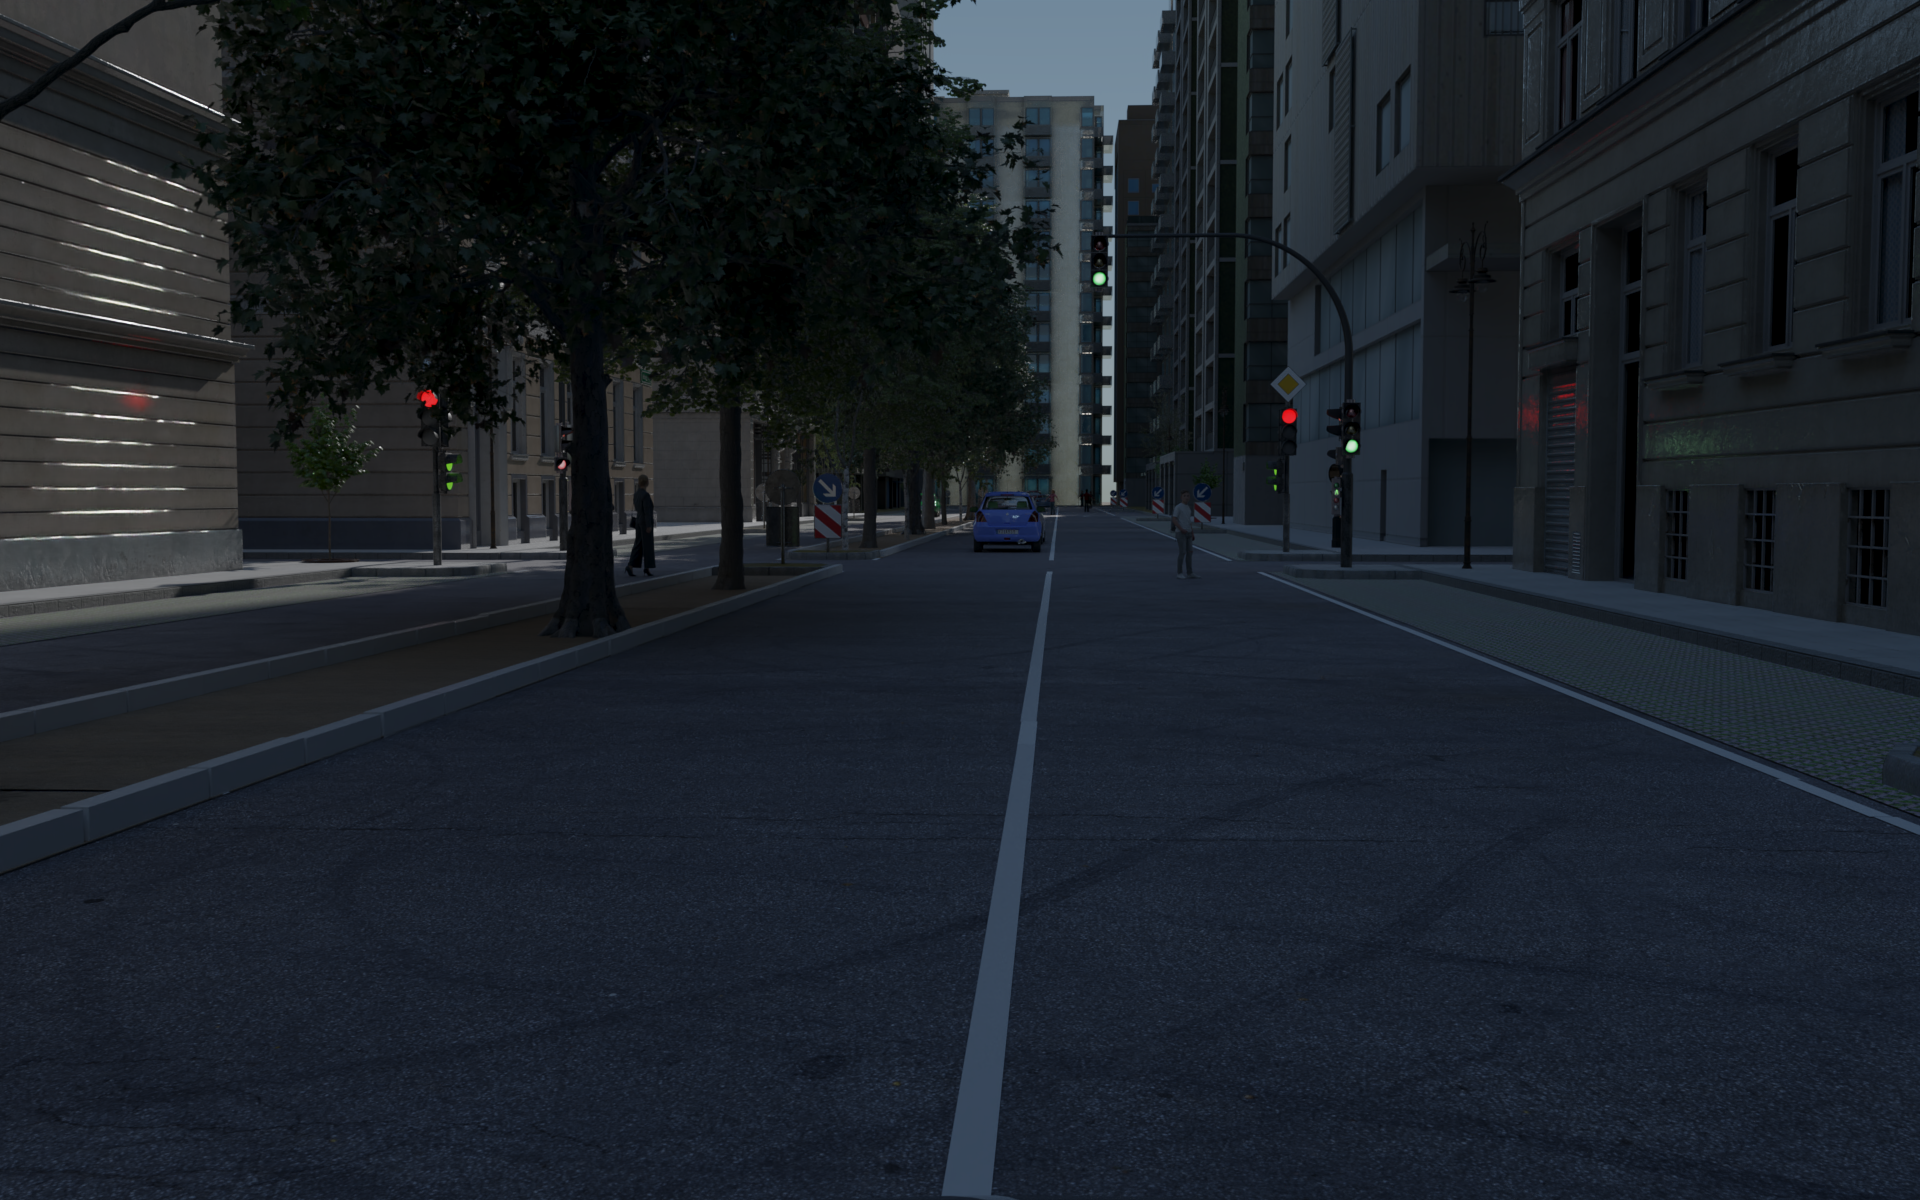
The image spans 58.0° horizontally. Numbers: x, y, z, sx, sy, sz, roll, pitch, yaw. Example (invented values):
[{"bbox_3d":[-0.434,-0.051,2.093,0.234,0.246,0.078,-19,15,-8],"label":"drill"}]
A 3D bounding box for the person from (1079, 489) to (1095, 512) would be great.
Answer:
[{"bbox_3d":[10.109,-7.919,137.935,1.348,1.831,0.705,2,4,26],"label":"person"}]

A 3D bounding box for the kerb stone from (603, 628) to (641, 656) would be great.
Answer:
[{"bbox_3d":[-3.119,0.394,15.805,0.120,0.150,1.000,0,4,3],"label":"kerb stone"}]

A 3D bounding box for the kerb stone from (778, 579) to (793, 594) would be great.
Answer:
[{"bbox_3d":[-2.590,-0.173,25.030,0.120,0.150,1.000,0,4,3],"label":"kerb stone"}]

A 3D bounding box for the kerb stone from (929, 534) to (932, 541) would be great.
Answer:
[{"bbox_3d":[-1.030,-1.832,52.146,0.120,0.150,1.000,0,4,3],"label":"kerb stone"}]

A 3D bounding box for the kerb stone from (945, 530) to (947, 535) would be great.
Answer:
[{"bbox_3d":[-0.619,-2.270,59.320,0.120,0.150,1.000,0,4,3],"label":"kerb stone"}]

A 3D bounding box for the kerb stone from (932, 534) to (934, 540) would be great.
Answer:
[{"bbox_3d":[-0.978,-1.893,53.173,0.120,0.150,1.000,0,4,3],"label":"kerb stone"}]

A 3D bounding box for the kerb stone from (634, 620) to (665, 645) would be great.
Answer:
[{"bbox_3d":[-3.066,0.328,16.831,0.120,0.150,1.000,0,4,3],"label":"kerb stone"}]

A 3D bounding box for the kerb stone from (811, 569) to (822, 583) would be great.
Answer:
[{"bbox_3d":[-2.416,-0.361,28.099,0.120,0.150,1.000,0,4,3],"label":"kerb stone"}]

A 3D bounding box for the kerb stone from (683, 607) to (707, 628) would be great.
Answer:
[{"bbox_3d":[-2.950,0.207,18.883,0.120,0.150,1.000,0,4,3],"label":"kerb stone"}]

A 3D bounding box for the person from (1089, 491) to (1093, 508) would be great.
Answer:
[{"bbox_3d":[12.952,-10.016,172.970,0.721,1.735,1.217,3,5,41],"label":"person"}]

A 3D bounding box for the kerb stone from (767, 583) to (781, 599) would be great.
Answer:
[{"bbox_3d":[-2.656,-0.105,23.999,0.120,0.150,1.000,0,4,3],"label":"kerb stone"}]

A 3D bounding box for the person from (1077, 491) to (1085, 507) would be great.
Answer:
[{"bbox_3d":[13.584,-11.296,193.215,0.705,1.821,1.348,-2,4,-32],"label":"person"}]

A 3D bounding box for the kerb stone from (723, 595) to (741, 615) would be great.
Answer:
[{"bbox_3d":[-2.828,0.079,20.931,0.120,0.150,1.000,0,4,3],"label":"kerb stone"}]

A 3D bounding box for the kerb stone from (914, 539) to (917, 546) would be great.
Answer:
[{"bbox_3d":[-1.341,-1.518,47.013,0.120,0.150,1.000,0,4,3],"label":"kerb stone"}]

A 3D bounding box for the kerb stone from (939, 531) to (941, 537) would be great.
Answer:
[{"bbox_3d":[-0.793,-2.081,56.249,0.120,0.150,1.000,0,4,3],"label":"kerb stone"}]

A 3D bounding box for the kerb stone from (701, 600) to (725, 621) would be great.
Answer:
[{"bbox_3d":[-2.891,0.140,19.903,0.120,0.150,1.000,0,4,3],"label":"kerb stone"}]

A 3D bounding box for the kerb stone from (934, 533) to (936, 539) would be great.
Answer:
[{"bbox_3d":[-0.920,-1.957,54.199,0.120,0.150,1.000,0,4,3],"label":"kerb stone"}]

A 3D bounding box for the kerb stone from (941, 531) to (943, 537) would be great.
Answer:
[{"bbox_3d":[-0.735,-2.145,57.271,0.120,0.150,1.000,0,4,3],"label":"kerb stone"}]

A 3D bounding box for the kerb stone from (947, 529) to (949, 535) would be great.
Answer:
[{"bbox_3d":[-0.554,-2.327,60.341,0.120,0.150,1.000,0,4,3],"label":"kerb stone"}]

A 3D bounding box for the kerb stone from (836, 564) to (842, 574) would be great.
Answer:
[{"bbox_3d":[-2.238,-0.547,31.169,0.120,0.150,1.000,0,4,3],"label":"kerb stone"}]

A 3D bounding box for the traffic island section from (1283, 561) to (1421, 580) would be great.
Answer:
[{"bbox_3d":[6.771,-0.491,30.317,2.009,0.180,2.903,0,4,3],"label":"traffic island section"}]

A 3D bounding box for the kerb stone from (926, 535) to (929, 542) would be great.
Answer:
[{"bbox_3d":[-1.094,-1.769,51.126,0.120,0.150,1.000,0,4,3],"label":"kerb stone"}]

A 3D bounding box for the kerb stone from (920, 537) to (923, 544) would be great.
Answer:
[{"bbox_3d":[-1.211,-1.644,49.071,0.120,0.150,1.000,0,4,3],"label":"kerb stone"}]

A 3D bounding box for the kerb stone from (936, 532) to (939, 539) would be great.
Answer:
[{"bbox_3d":[-0.854,-2.020,55.219,0.120,0.150,1.000,0,4,3],"label":"kerb stone"}]

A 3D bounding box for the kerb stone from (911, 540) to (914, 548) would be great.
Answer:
[{"bbox_3d":[-1.386,-1.455,45.992,0.120,0.150,1.000,0,4,3],"label":"kerb stone"}]

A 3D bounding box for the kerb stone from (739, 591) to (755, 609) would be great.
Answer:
[{"bbox_3d":[-2.773,0.017,21.951,0.120,0.150,1.000,0,4,3],"label":"kerb stone"}]

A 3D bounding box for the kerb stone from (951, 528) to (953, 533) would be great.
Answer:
[{"bbox_3d":[-0.450,-2.457,62.394,0.120,0.150,1.000,0,4,3],"label":"kerb stone"}]

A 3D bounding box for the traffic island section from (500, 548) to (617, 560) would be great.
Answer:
[{"bbox_3d":[-8.984,-1.036,39.224,2.009,0.180,2.903,0,4,3],"label":"traffic island section"}]

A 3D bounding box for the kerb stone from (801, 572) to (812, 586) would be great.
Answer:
[{"bbox_3d":[-2.480,-0.298,27.071,0.120,0.150,1.000,0,4,3],"label":"kerb stone"}]

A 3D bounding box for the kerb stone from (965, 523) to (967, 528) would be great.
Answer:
[{"bbox_3d":[0.088,-3.021,71.587,0.120,0.150,1.000,0,4,3],"label":"kerb stone"}]

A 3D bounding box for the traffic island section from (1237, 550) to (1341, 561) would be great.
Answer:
[{"bbox_3d":[7.230,-0.979,38.289,2.009,0.180,2.903,0,4,3],"label":"traffic island section"}]

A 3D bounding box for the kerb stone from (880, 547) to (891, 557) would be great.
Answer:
[{"bbox_3d":[-1.748,-1.080,39.852,0.120,0.150,1.000,0,4,3],"label":"kerb stone"}]

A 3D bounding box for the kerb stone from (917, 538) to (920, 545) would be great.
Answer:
[{"bbox_3d":[-1.272,-1.581,48.040,0.120,0.150,1.000,0,4,3],"label":"kerb stone"}]

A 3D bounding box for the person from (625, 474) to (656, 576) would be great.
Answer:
[{"bbox_3d":[-5.531,-1.299,30.156,0.576,1.772,0.534,2,4,28],"label":"person"}]

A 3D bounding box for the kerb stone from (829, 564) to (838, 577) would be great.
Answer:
[{"bbox_3d":[-2.297,-0.486,30.144,0.120,0.150,1.000,0,4,3],"label":"kerb stone"}]

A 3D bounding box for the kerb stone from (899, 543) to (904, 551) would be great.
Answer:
[{"bbox_3d":[-1.566,-1.268,42.928,0.120,0.150,1.000,0,4,3],"label":"kerb stone"}]

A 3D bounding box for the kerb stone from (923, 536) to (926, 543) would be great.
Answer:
[{"bbox_3d":[-1.150,-1.707,50.103,0.120,0.150,1.000,0,4,3],"label":"kerb stone"}]

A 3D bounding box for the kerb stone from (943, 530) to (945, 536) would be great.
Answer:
[{"bbox_3d":[-0.682,-2.208,58.292,0.120,0.150,1.000,0,4,3],"label":"kerb stone"}]

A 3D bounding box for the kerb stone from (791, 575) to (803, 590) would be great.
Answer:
[{"bbox_3d":[-2.533,-0.234,26.050,0.120,0.150,1.000,0,4,3],"label":"kerb stone"}]

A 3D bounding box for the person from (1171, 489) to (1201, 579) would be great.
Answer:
[{"bbox_3d":[3.810,-1.112,29.278,0.523,1.515,0.503,1,4,13],"label":"person"}]

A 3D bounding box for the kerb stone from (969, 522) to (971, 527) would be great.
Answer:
[{"bbox_3d":[0.266,-3.209,74.666,0.120,0.150,1.000,0,4,3],"label":"kerb stone"}]

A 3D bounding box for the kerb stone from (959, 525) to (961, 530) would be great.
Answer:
[{"bbox_3d":[-0.149,-2.771,67.498,0.120,0.150,1.000,0,4,3],"label":"kerb stone"}]

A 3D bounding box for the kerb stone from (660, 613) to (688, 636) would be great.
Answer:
[{"bbox_3d":[-3.003,0.265,17.857,0.120,0.150,1.000,0,4,3],"label":"kerb stone"}]

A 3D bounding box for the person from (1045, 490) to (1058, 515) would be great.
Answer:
[{"bbox_3d":[6.202,-6.588,116.935,1.217,1.743,0.721,3,5,45],"label":"person"}]

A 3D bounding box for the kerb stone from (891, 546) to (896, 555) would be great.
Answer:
[{"bbox_3d":[-1.682,-1.143,40.886,0.120,0.150,1.000,0,4,3],"label":"kerb stone"}]

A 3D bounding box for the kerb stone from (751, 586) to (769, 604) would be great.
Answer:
[{"bbox_3d":[-2.717,-0.048,22.973,0.120,0.150,1.000,0,4,3],"label":"kerb stone"}]

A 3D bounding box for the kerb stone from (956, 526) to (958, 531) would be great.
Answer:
[{"bbox_3d":[-0.262,-2.646,65.456,0.120,0.150,1.000,0,4,3],"label":"kerb stone"}]

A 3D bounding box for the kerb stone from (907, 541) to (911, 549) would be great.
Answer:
[{"bbox_3d":[-1.450,-1.393,44.969,0.120,0.150,1.000,0,4,3],"label":"kerb stone"}]

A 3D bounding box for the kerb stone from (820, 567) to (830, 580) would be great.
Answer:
[{"bbox_3d":[-2.359,-0.423,29.119,0.120,0.150,1.000,0,4,3],"label":"kerb stone"}]

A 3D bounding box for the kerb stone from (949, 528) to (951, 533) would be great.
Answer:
[{"bbox_3d":[-0.499,-2.396,61.363,0.120,0.150,1.000,0,4,3],"label":"kerb stone"}]

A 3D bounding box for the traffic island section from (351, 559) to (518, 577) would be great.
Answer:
[{"bbox_3d":[-9.443,-0.549,31.253,2.009,0.180,2.903,0,4,3],"label":"traffic island section"}]

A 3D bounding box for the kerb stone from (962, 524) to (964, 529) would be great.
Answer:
[{"bbox_3d":[-0.025,-2.896,69.546,0.120,0.150,1.000,0,4,3],"label":"kerb stone"}]

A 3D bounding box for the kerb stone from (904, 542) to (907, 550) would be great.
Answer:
[{"bbox_3d":[-1.504,-1.330,43.948,0.120,0.150,1.000,0,4,3],"label":"kerb stone"}]

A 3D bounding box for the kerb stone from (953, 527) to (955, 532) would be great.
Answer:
[{"bbox_3d":[-0.382,-2.521,63.413,0.120,0.150,1.000,0,4,3],"label":"kerb stone"}]

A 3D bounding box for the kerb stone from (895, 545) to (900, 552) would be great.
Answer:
[{"bbox_3d":[-1.626,-1.203,41.907,0.120,0.150,1.000,0,4,3],"label":"kerb stone"}]
